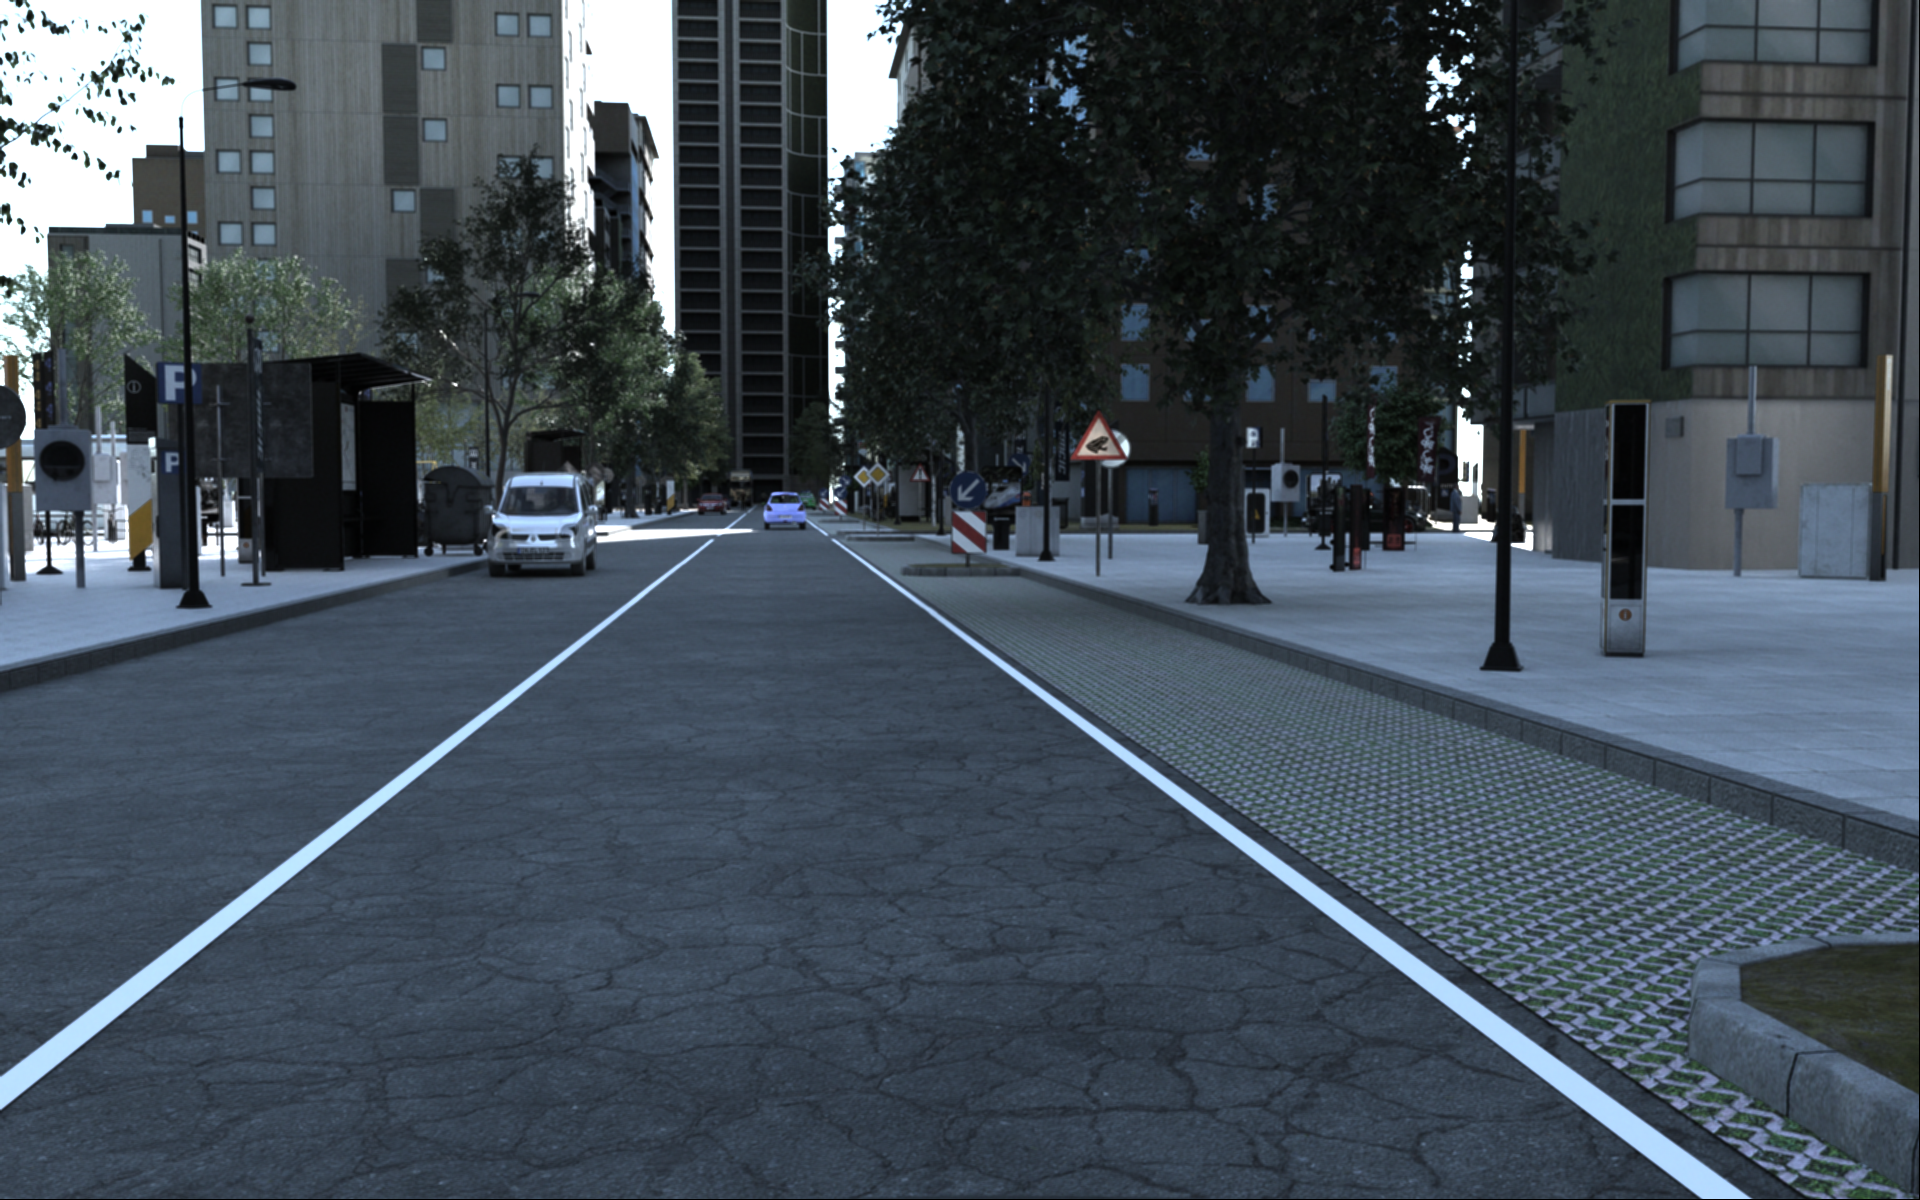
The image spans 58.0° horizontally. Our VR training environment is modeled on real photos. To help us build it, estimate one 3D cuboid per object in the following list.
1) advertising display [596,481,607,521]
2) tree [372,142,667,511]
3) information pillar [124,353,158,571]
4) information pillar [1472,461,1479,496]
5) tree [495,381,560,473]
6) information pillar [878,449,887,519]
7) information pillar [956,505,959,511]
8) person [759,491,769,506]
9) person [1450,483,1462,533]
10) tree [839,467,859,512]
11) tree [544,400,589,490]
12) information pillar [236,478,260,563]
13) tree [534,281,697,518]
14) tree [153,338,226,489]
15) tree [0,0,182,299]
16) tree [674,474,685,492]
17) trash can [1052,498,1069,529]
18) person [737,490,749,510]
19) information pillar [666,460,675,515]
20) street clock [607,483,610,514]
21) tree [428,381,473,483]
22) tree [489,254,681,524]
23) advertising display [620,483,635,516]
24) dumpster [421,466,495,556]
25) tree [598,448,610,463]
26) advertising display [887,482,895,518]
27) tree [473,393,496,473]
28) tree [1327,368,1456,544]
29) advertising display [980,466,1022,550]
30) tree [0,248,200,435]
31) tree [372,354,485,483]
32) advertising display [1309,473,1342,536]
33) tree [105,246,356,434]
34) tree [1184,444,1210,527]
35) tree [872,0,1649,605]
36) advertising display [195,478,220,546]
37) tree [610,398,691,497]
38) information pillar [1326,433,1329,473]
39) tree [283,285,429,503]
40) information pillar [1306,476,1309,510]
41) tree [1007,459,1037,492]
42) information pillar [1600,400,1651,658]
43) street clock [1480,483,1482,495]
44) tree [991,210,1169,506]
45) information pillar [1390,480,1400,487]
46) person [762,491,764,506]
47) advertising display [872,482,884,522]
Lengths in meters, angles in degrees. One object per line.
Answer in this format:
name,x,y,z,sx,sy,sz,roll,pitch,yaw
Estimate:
advertising display,-17.168,-4.739,82.696,0.123,1.923,0.974,-3,5,-43
tree,-12.112,-6.824,45.982,7.601,10.594,8.767,1,4,22
information pillar,-13.636,-2.294,28.868,0.504,3.616,0.183,-1,4,-20
information pillar,36.385,-8.010,122.314,0.504,3.616,0.183,-1,4,-13
tree,-27.973,-9.992,113.737,4.360,8.622,3.978,0,3,0
information pillar,-4.002,-5.976,89.064,0.504,3.616,0.183,-1,4,-11
information pillar,-0.257,-6.506,110.868,0.304,2.012,0.304,-2,4,-23
person,-23.376,-12.089,206.171,1.348,1.823,0.705,1,4,22
person,16.814,-3.058,58.672,0.419,1.800,0.721,0,4,1
tree,-7.675,-7.858,123.076,1.663,3.219,1.824,0,3,0
tree,-26.571,-10.340,119.427,4.737,8.622,4.395,0,3,0
information pillar,-13.221,-1.691,32.144,0.304,2.012,0.304,0,4,-6
tree,-17.725,-10.715,92.202,9.611,12.733,9.660,0,3,0
tree,-36.271,-8.093,82.684,4.737,8.622,4.395,0,3,0
tree,-8.376,-3.826,12.924,4.360,8.622,3.978,0,3,0
tree,-21.719,-8.267,129.765,1.663,3.219,1.824,0,3,0
trash can,3.678,-3.196,63.906,0.748,1.137,0.748,0,3,0
person,-19.032,-8.736,151.851,1.217,1.766,0.721,2,4,24
information pillar,-17.729,-7.013,106.015,0.504,3.616,0.183,0,4,5
street clock,-22.579,-6.483,110.564,0.471,2.002,0.358,-1,4,-19
tree,-29.751,-8.839,94.884,4.360,8.622,3.978,0,3,0
tree,-16.208,-9.138,75.169,9.928,11.665,9.643,0,3,0
advertising display,-19.176,-5.790,99.876,0.123,1.923,0.974,3,5,45
dumpster,-10.538,-1.873,36.386,1.264,1.857,1.865,0,4,-6
tree,-27.305,-10.894,128.475,4.360,8.622,3.978,0,3,0
advertising display,-3.611,-5.357,92.796,0.123,1.923,0.974,2,4,35
tree,-32.693,-10.286,118.537,4.360,8.622,3.978,0,3,0
tree,11.220,-3.752,45.058,4.285,4.588,4.351,0,3,0
advertising display,0.947,-2.119,39.863,0.974,1.923,0.123,-1,4,-9
tree,-37.610,-8.997,72.863,9.928,11.665,9.643,0,3,0
tree,-27.050,-8.524,89.737,4.737,8.622,4.395,0,3,0
advertising display,11.058,-2.889,52.451,0.974,1.923,0.123,0,4,7
tree,-29.263,-8.937,71.868,9.928,11.665,9.643,0,3,0
tree,9.512,-4.435,67.109,1.663,3.219,1.824,0,3,0
tree,3.045,-6.303,20.067,9.611,12.733,9.660,0,3,0
advertising display,-18.618,-2.270,42.331,0.974,1.923,0.123,-3,4,-39
tree,-19.018,-9.752,109.805,4.360,8.622,3.978,0,3,0
information pillar,13.140,-4.332,62.190,0.183,3.616,0.504,0,4,3
tree,-22.281,-6.835,62.122,4.360,8.622,3.978,0,3,0
information pillar,13.948,-3.930,68.741,0.304,2.012,0.304,-3,4,-36
tree,2.553,-5.204,79.686,1.663,3.219,1.824,0,3,0
information pillar,5.252,-0.562,13.682,0.304,2.012,0.304,1,4,13
street clock,35.672,-6.953,118.257,0.358,2.002,0.471,0,4,3
tree,2.090,-5.282,36.730,4.737,8.622,4.395,0,3,0
information pillar,13.934,-3.912,55.323,0.183,3.616,0.504,-2,4,-24
person,-24.052,-12.453,212.066,0.705,1.831,1.348,-1,4,-15
advertising display,-3.829,-4.617,80.704,0.123,1.923,0.974,2,4,26
